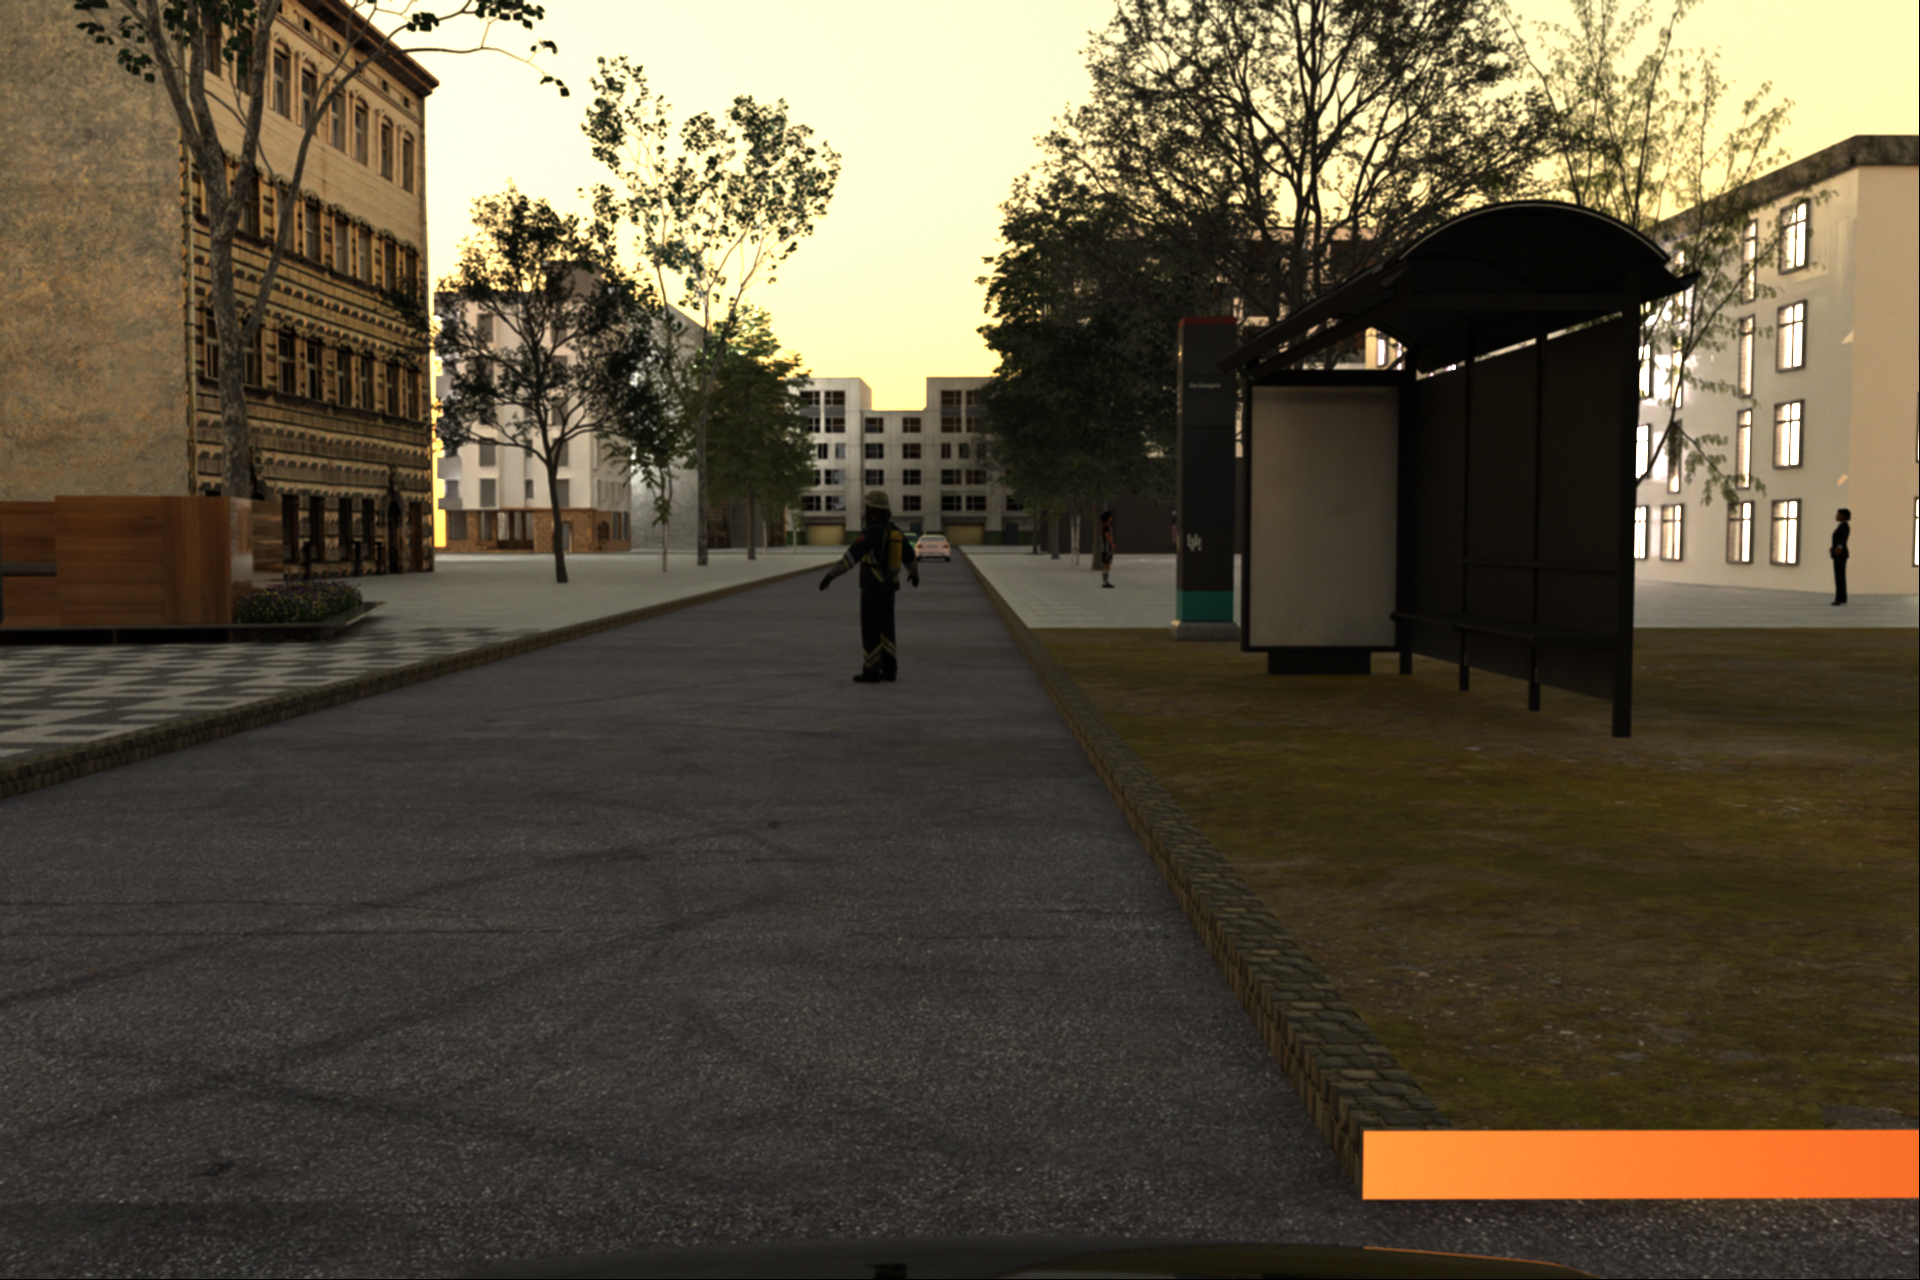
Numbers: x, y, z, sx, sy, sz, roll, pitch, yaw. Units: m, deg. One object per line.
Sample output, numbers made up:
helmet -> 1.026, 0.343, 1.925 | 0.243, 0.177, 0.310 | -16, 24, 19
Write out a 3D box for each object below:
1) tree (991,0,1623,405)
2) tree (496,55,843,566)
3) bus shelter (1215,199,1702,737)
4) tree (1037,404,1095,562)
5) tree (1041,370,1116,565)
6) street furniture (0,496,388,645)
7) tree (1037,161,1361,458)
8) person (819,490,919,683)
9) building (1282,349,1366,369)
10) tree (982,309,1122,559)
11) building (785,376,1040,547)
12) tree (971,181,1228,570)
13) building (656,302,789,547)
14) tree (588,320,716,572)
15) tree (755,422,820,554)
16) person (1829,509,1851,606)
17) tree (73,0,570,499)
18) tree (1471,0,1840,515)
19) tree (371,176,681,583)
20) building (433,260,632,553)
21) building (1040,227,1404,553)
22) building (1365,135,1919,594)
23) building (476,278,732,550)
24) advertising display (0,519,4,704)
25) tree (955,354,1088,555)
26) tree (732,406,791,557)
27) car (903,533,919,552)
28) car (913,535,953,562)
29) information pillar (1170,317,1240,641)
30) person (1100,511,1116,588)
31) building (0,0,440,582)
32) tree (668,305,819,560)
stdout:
tree -> 5.700, -7.256, 29.012 | 12.009, 13.543, 11.850 | 0, 3, 0
tree -> -11.831, -13.119, 70.379 | 12.611, 20.169, 13.585 | 0, 3, 0
bus shelter -> 3.416, -1.184, 13.277 | 2.014, 3.302, 5.546 | 0, 4, -1
tree -> 5.262, -7.876, 79.139 | 4.360, 8.622, 3.978 | 0, 3, 0
tree -> 4.874, -7.395, 71.276 | 4.737, 8.622, 4.395 | 0, 3, 0
street furniture -> -10.465, -1.017, 23.477 | 9.812, 1.723, 11.010 | -1, 4, -14
tree -> 5.907, -6.676, 43.563 | 8.767, 10.594, 7.601 | -2, 4, -27
person -> -0.814, -0.525, 16.812 | 0.705, 1.856, 1.354 | 3, 5, 40
building -> 19.702, -8.367, 78.941 | 9.099, 9.664, 28.070 | 0, 4, 0
tree -> 4.957, -10.345, 87.264 | 7.486, 12.596, 7.792 | 0, 3, 0
building -> -3.524, -20.326, 201.242 | 31.486, 18.905, 16.747 | 0, 4, 2
tree -> 4.892, -9.429, 60.825 | 9.857, 13.997, 8.962 | 0, 3, 0
building -> -27.671, -20.965, 173.705 | 19.493, 23.208, 18.063 | 0, 4, 0
tree -> -10.274, -6.627, 58.709 | 4.737, 8.622, 4.395 | 0, 3, 0
tree -> -10.665, -9.737, 109.559 | 4.737, 8.622, 4.395 | 0, 3, 0
person -> 15.774, -1.496, 31.185 | 0.721, 1.740, 1.216 | 1, 4, 22
tree -> -10.021, -10.224, 23.045 | 12.611, 20.169, 13.585 | 0, 3, 0
tree -> 8.364, -4.371, 21.826 | 4.360, 8.622, 3.978 | 0, 3, 0
tree -> -10.832, -6.801, 45.616 | 7.601, 10.594, 8.767 | 1, 4, 19
building -> -30.389, -16.184, 121.029 | 16.016, 20.090, 11.380 | 0, 4, 0
building -> 19.877, -17.600, 131.738 | 27.936, 21.610, 32.646 | 0, 4, 0
building -> 19.532, -6.636, 50.641 | 9.099, 9.664, 28.070 | 0, 4, 0
building -> -30.609, -19.609, 151.529 | 19.493, 23.208, 18.063 | 0, 4, 0
advertising display -> -7.285, -0.452, 12.598 | 0.123, 1.923, 0.974 | 0, 4, -1
tree -> 4.782, -12.055, 107.474 | 12.009, 13.543, 11.850 | 0, 3, 0
tree -> -10.620, -8.877, 95.509 | 4.360, 8.622, 3.978 | 0, 3, 0
car -> -3.318, -5.997, 106.849 | 1.959, 1.807, 4.718 | 0, 4, -1
car -> -1.430, -4.833, 91.383 | 2.083, 1.381, 4.827 | 0, 3, 0
information pillar -> 2.977, -1.934, 21.002 | 0.750, 3.857, 0.750 | 0, 4, 1
person -> 3.550, -2.162, 41.497 | 0.704, 1.843, 1.345 | 0, 4, -1
building -> -27.180, -13.347, 49.145 | 19.493, 23.208, 18.063 | 0, 4, 0
tree -> -10.879, -10.298, 86.500 | 7.486, 12.596, 7.792 | 0, 3, 0
